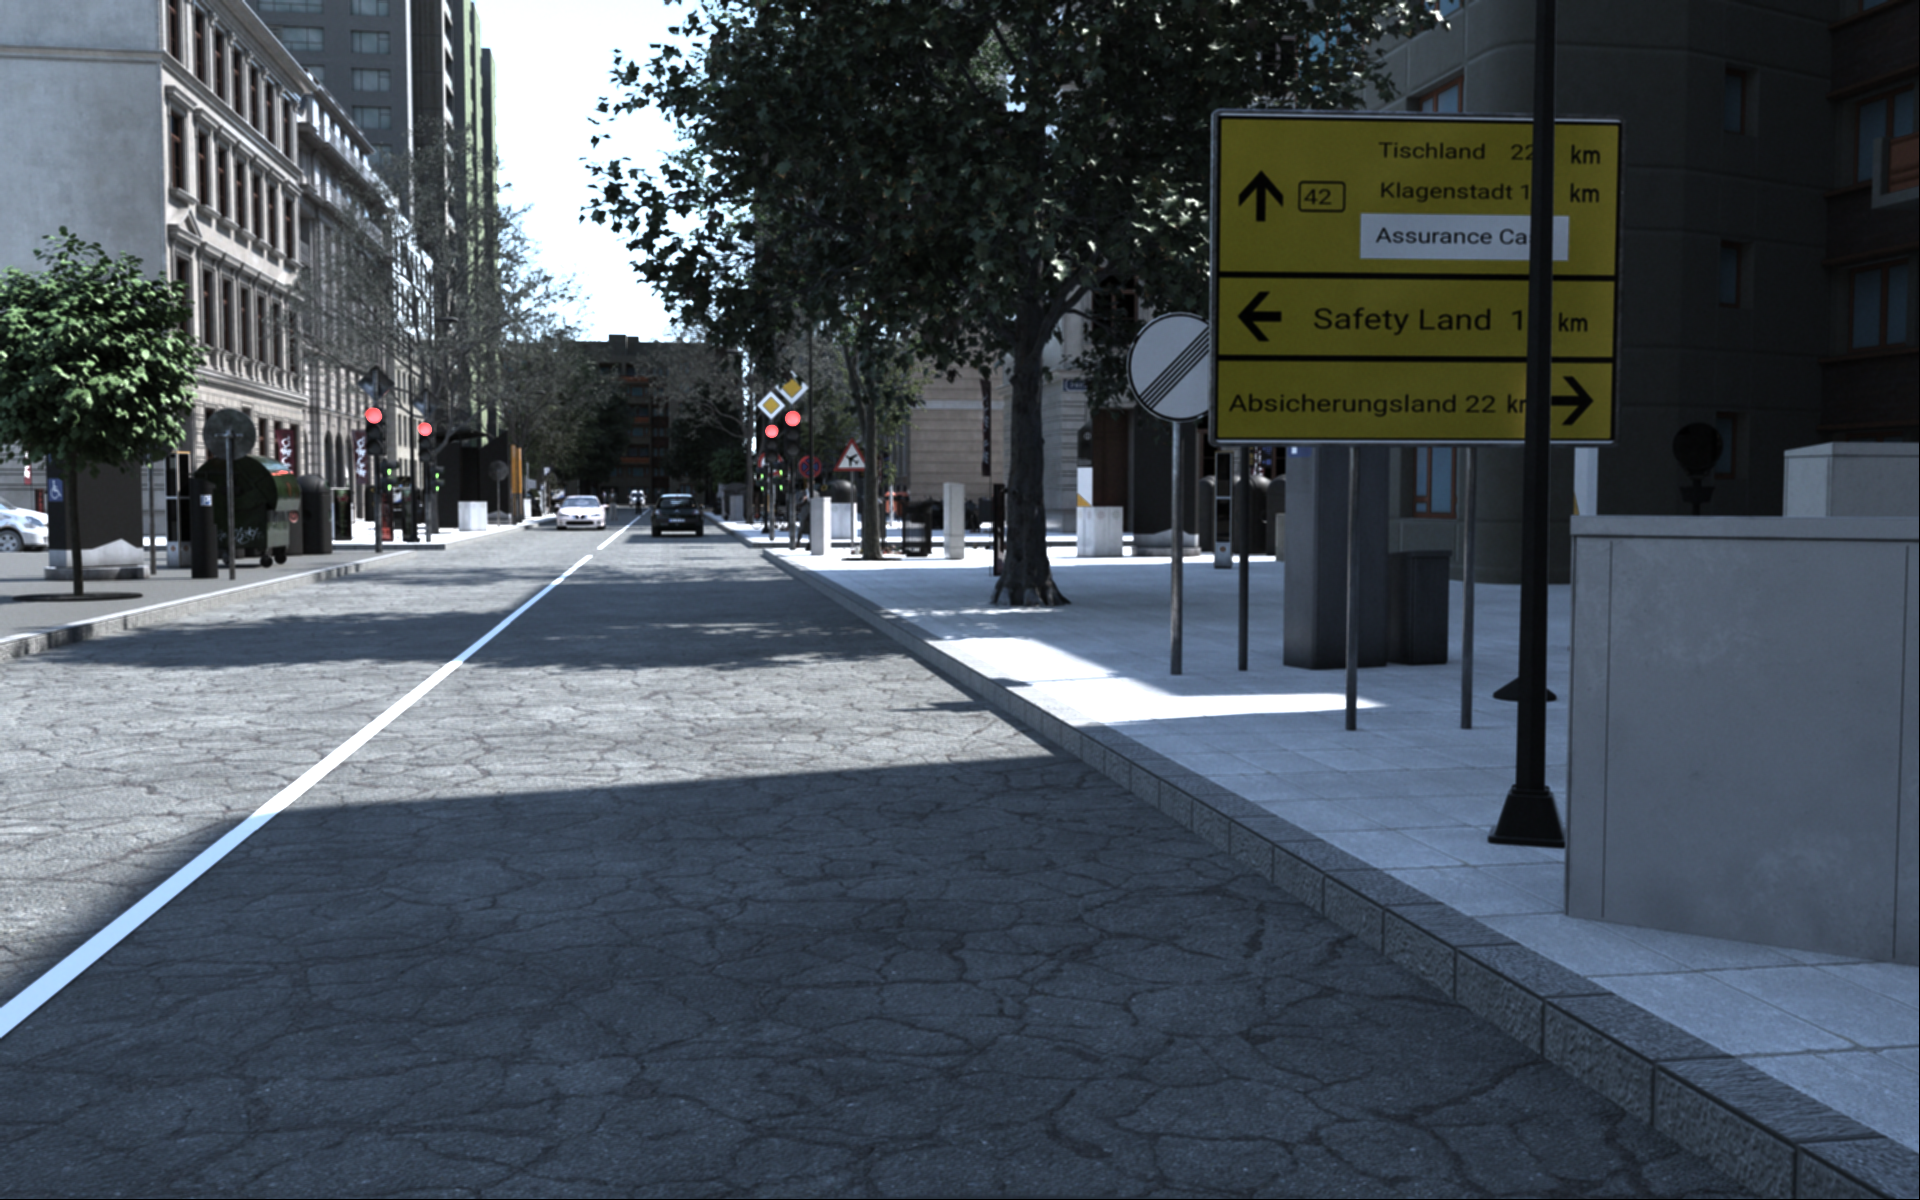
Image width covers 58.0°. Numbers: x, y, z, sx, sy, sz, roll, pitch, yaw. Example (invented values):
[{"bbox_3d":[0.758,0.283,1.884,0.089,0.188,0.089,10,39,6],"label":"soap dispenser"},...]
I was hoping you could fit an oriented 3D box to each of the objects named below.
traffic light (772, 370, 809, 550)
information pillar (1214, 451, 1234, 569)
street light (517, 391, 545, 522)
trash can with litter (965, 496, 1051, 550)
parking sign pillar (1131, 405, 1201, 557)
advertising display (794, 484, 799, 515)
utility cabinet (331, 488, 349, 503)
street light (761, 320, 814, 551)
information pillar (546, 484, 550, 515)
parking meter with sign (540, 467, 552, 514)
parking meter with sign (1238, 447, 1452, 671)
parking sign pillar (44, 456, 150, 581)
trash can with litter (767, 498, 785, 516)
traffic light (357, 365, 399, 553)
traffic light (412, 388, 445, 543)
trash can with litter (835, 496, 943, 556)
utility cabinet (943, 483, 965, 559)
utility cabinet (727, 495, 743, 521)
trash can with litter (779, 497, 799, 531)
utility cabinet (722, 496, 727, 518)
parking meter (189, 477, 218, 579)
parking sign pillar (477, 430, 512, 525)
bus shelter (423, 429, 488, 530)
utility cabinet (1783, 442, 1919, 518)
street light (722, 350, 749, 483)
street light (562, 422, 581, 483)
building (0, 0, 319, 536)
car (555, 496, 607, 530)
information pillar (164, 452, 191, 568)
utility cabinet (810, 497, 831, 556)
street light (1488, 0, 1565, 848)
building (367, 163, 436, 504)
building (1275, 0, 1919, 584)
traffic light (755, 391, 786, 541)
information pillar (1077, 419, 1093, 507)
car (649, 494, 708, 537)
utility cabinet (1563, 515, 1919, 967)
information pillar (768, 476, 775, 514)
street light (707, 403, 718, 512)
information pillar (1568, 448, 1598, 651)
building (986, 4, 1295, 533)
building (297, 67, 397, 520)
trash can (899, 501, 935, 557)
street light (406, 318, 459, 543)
[{"bbox_3d":[-3.832,-3.084,39.339,0.839,4.253,0.868,-1,4,-10],"label":"traffic light"},{"bbox_3d":[4.545,-1.550,29.828,0.304,2.012,0.304,1,4,13],"label":"information pillar"},{"bbox_3d":[-19.411,-6.466,78.260,1.470,5.913,1.316,-1,4,-10],"label":"street light"},{"bbox_3d":[1.011,-1.789,40.302,2.233,1.210,1.678,0,4,2],"label":"trash can with litter"},{"bbox_3d":[4.264,-2.892,35.756,1.447,3.967,1.447,1,4,19],"label":"parking sign pillar"},{"bbox_3d":[-10.157,-6.207,106.698,0.123,1.923,0.974,1,4,19],"label":"advertising display"},{"bbox_3d":[-22.950,-3.346,63.386,1.173,1.500,0.318,-2,4,-24],"label":"utility cabinet"},{"bbox_3d":[-3.881,-4.054,38.826,1.470,5.913,1.316,-1,4,-10],"label":"street light"},{"bbox_3d":[-25.533,-6.270,107.003,0.304,2.012,0.304,-1,4,-17],"label":"information pillar"},{"bbox_3d":[-26.772,-7.047,111.476,0.543,3.016,1.738,0,4,2],"label":"parking meter with sign"},{"bbox_3d":[2.819,-1.013,12.822,1.738,3.016,0.543,-1,4,-23],"label":"parking meter with sign"},{"bbox_3d":[-13.086,-2.305,26.165,1.447,3.967,1.447,2,4,28],"label":"parking sign pillar"},{"bbox_3d":[-10.832,-5.507,101.428,1.055,1.170,0.624,-3,5,-44],"label":"trash can with litter"},{"bbox_3d":[-12.715,-2.991,37.832,0.839,4.253,0.868,-1,4,-10],"label":"traffic light"},{"bbox_3d":[-14.042,-3.473,45.706,0.839,4.253,0.868,-1,4,-10],"label":"traffic light"},{"bbox_3d":[-1.435,-1.574,36.789,2.233,1.210,1.678,0,4,-8],"label":"trash can with litter"},{"bbox_3d":[-0.108,-1.558,34.152,0.318,1.500,1.173,0,4,-6],"label":"utility cabinet"},{"bbox_3d":[-10.626,-4.353,82.330,0.306,1.237,1.020,1,4,15],"label":"utility cabinet"},{"bbox_3d":[-5.695,-3.018,60.408,1.678,1.210,2.233,1,4,10],"label":"trash can with litter"},{"bbox_3d":[-12.068,-4.878,90.913,1.020,1.237,0.306,3,4,38],"label":"utility cabinet"},{"bbox_3d":[-11.520,-1.099,26.381,0.372,1.533,0.369,0,3,0],"label":"parking meter"},{"bbox_3d":[-19.649,-5.173,73.046,1.447,3.967,1.447,0,3,0],"label":"parking sign pillar"},{"bbox_3d":[-19.050,-4.549,65.653,1.731,3.624,6.357,-1,4,-10],"label":"bus shelter"},{"bbox_3d":[4.228,0.061,7.677,1.173,1.500,0.318,-1,4,-14],"label":"utility cabinet"},{"bbox_3d":[-6.836,-5.105,56.006,1.470,5.913,1.316,-1,4,-10],"label":"street light"},{"bbox_3d":[-25.052,-8.515,111.757,1.470,5.913,1.316,-1,4,-10],"label":"street light"},{"bbox_3d":[-30.574,-13.750,60.963,11.583,22.565,21.152,-1,4,-10],"label":"building"},{"bbox_3d":[-15.345,-3.539,70.230,2.083,1.381,4.827,-1,4,-10],"label":"car"},{"bbox_3d":[-13.617,-1.571,30.174,0.304,2.012,0.304,1,4,20],"label":"information pillar"},{"bbox_3d":[-2.930,-1.541,36.362,0.306,1.237,1.020,0,4,4],"label":"utility cabinet"},{"bbox_3d":[1.583,-2.057,6.179,1.470,5.913,1.316,-1,4,-10],"label":"street light"},{"bbox_3d":[-37.969,-15.227,103.709,10.420,20.320,16.860,-1,4,-10],"label":"building"},{"bbox_3d":[22.097,-10.745,20.729,27.650,21.520,28.899,-1,4,-10],"label":"building"},{"bbox_3d":[-5.158,-3.565,47.214,0.839,4.253,0.868,-1,4,-10],"label":"traffic light"},{"bbox_3d":[3.875,-3.799,53.464,0.504,3.616,0.183,1,4,22],"label":"information pillar"},{"bbox_3d":[-9.668,-3.034,59.384,2.009,1.686,4.222,0,4,-8],"label":"car"},{"bbox_3d":[2.327,0.374,5.045,1.020,1.237,0.306,3,4,36],"label":"utility cabinet"},{"bbox_3d":[-7.259,-4.606,66.661,0.183,3.616,0.504,-2,4,-32],"label":"information pillar"},{"bbox_3d":[-12.216,-7.103,88.667,1.470,5.913,1.316,-1,4,-10],"label":"street light"},{"bbox_3d":[5.058,-1.383,13.966,0.183,3.616,0.504,0,4,8],"label":"information pillar"},{"bbox_3d":[12.160,-13.845,62.529,21.152,22.565,11.583,-1,4,-10],"label":"building"},{"bbox_3d":[-35.676,-14.773,83.340,13.314,21.916,24.055,-1,4,-10],"label":"building"},{"bbox_3d":[-0.880,-1.452,35.398,0.748,1.137,0.748,0,3,0],"label":"trash can"},{"bbox_3d":[-13.883,-4.470,45.623,1.470,5.913,1.316,-1,4,-10],"label":"street light"}]
